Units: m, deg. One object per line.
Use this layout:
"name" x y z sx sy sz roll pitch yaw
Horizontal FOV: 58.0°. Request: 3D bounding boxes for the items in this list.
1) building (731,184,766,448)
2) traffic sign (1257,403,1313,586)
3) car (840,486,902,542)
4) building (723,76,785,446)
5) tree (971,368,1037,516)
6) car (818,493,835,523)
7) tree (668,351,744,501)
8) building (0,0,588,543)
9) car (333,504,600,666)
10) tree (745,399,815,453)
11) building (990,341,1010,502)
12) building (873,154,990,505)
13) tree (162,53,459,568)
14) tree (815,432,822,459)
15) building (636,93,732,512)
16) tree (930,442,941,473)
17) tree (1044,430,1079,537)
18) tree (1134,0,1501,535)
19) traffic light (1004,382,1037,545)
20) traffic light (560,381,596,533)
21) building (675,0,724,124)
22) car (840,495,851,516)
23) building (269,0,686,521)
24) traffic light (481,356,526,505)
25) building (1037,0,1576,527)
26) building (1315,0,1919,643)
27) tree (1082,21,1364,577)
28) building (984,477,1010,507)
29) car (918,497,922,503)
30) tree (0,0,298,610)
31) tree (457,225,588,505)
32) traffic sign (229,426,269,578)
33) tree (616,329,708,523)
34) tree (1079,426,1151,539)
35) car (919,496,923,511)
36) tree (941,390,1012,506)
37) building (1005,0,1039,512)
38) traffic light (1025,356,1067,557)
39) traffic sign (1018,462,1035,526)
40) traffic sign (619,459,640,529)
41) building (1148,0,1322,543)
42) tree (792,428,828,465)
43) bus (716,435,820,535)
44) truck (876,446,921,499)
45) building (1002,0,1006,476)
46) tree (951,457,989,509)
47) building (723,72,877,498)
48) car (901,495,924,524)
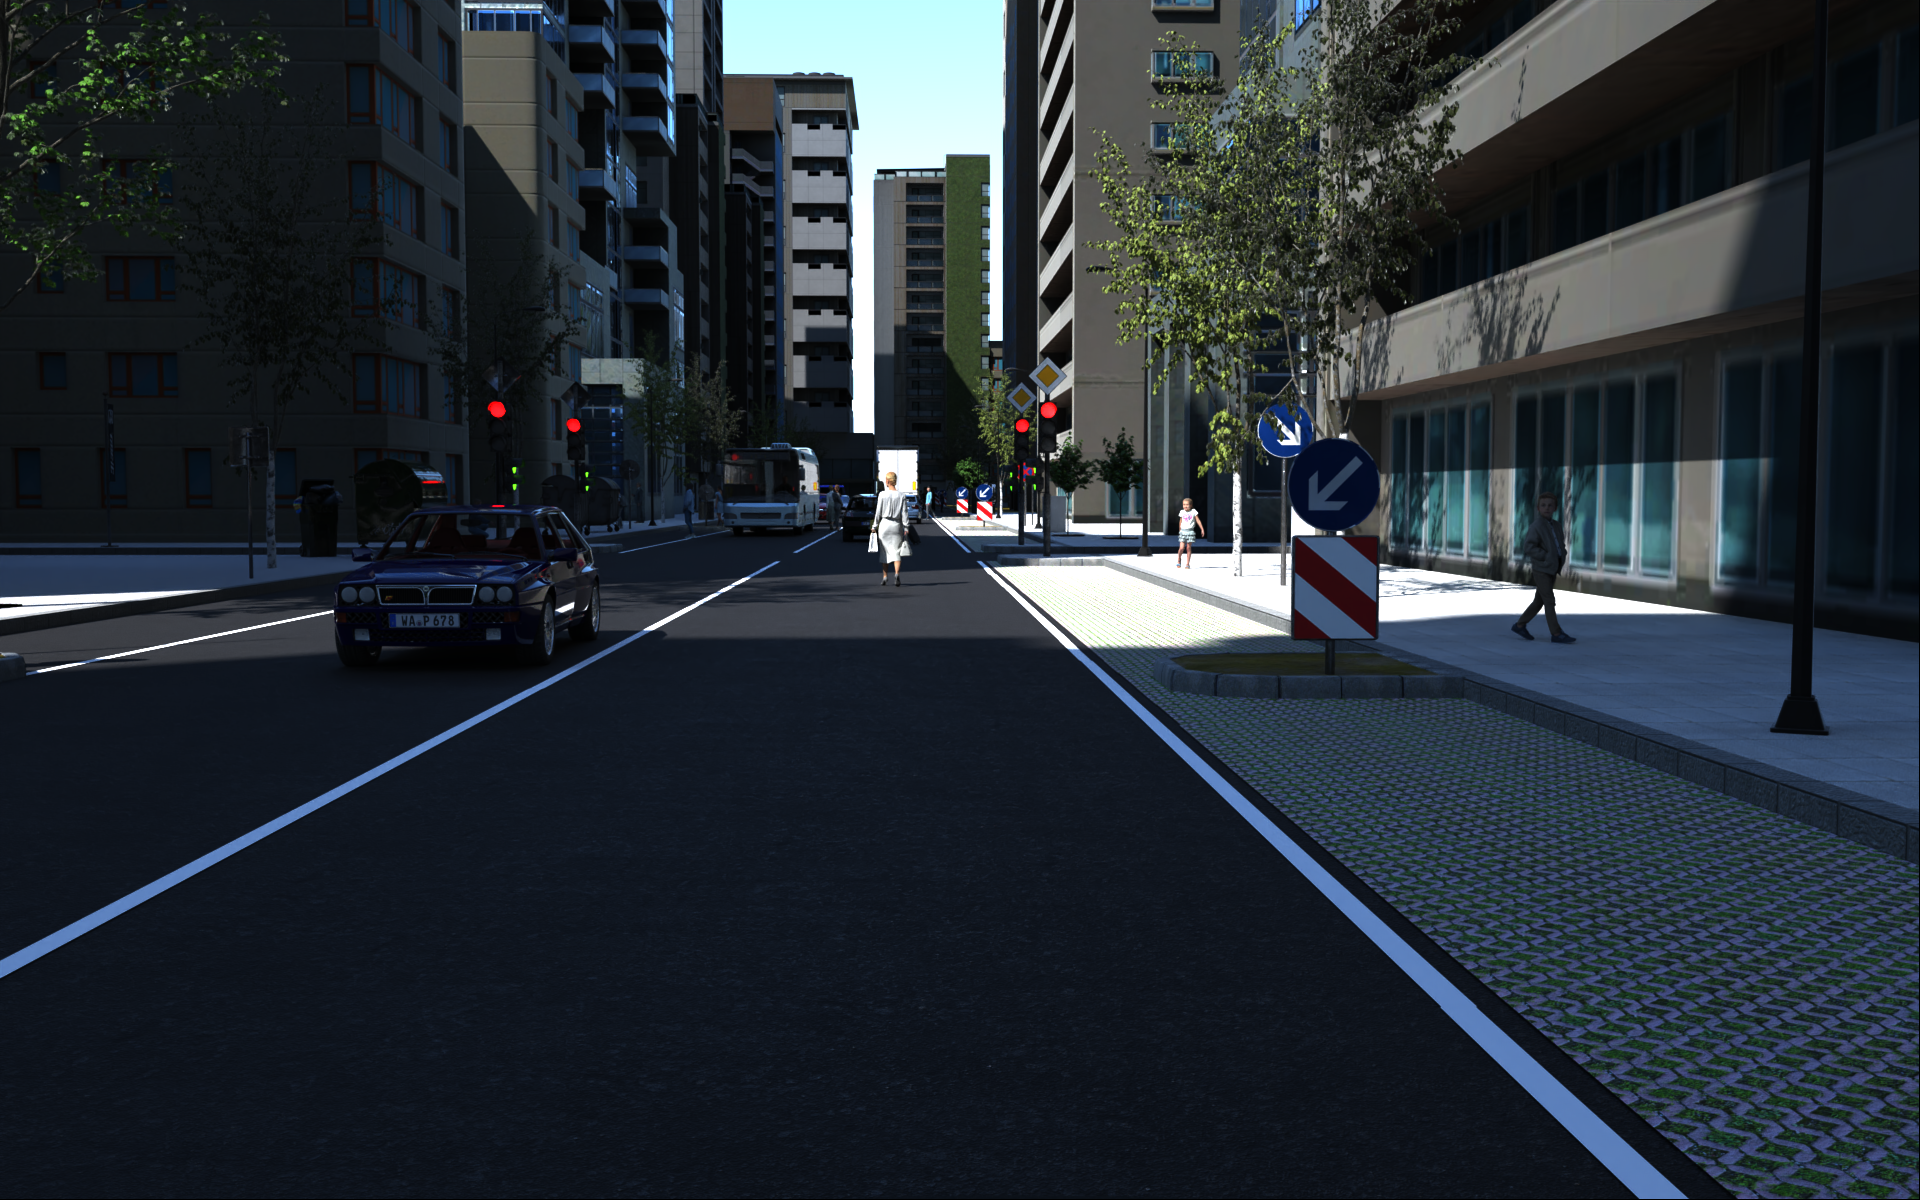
"building" -25.635 -23.777 160.455 14.160 30.474 14.107 0 4 -2
"traffic sign" 4.527 -1.472 24.177 0.768 2.556 0.104 0 4 4
"car" -2.718 -2.671 53.451 2.009 1.686 4.222 0 4 -1
"building" -26.200 -32.603 183.167 14.200 45.320 14.600 0 4 -2
"tree" 2.560 -9.194 100.690 4.737 8.622 4.395 0 3 0
"car" -6.994 -4.586 84.019 2.155 1.783 4.494 0 4 -2
"tree" -12.994 -8.474 88.920 4.360 8.622 3.978 0 3 0
"building" -29.351 -13.095 59.138 27.650 21.520 28.899 0 4 -2
"car" -4.358 -0.190 15.681 1.945 1.354 3.894 0 4 -3
"tree" -14.351 -11.003 130.259 4.737 8.622 4.395 0 3 0
"building" 17.721 -22.906 219.545 28.899 21.520 27.650 0 4 -2
"building" -3.540 -32.263 211.089 14.086 41.232 14.154 0 4 -2
"tree" -11.829 -4.869 29.976 4.360 8.622 3.978 0 3 0
"tree" -14.994 -12.798 159.609 4.737 8.622 4.395 0 3 0
"building" -24.615 -21.622 125.215 14.160 30.474 14.107 0 4 -2
"tree" 0.146 -13.229 166.652 4.360 8.622 3.978 0 3 0
"tree" 3.418 -3.549 52.627 1.663 3.219 1.824 0 3 0
"tree" 4.492 -4.316 20.930 4.360 8.622 3.978 0 3 0
"traffic light" 1.524 -3.338 43.502 0.839 4.253 0.868 0 4 -2
"traffic light" -9.532 -3.317 43.148 0.839 4.253 0.868 0 4 -2
"building" -27.807 -42.998 141.273 20.563 71.187 20.611 0 4 -2
"car" -7.325 -5.622 104.279 2.083 1.381 4.827 0 4 0
"building" -26.654 -47.857 95.133 22.319 86.520 31.000 0 4 -2
"traffic light" -9.286 -2.828 35.166 0.839 4.253 0.868 0 4 -2
"building" 15.242 -28.176 84.373 21.300 48.544 21.600 0 4 -2
"building" 17.679 -24.309 21.158 21.300 48.544 21.600 0 4 -2
"tree" 4.069 -4.668 26.678 4.737 8.622 4.395 0 3 0
"building" 18.629 -29.846 179.863 32.217 40.220 23.993 0 4 -2
"car" -4.060 -7.923 141.538 2.014 1.417 4.499 0 4 -3
"tree" -11.000 -5.705 19.035 9.928 11.665 9.643 0 3 0
"tree" -12.250 -5.890 46.670 4.360 8.622 3.978 0 3 0
"traffic sign" -10.766 -1.475 26.250 0.606 2.300 0.079 0 4 2
"tree" -13.197 -7.734 76.810 4.737 8.622 4.395 0 3 0
"tree" 4.705 -3.349 49.360 1.663 3.219 1.824 0 3 0
"car" -4.127 -8.226 146.848 2.083 1.381 4.827 0 4 -3
"tree" 1.780 -10.499 122.024 4.360 8.622 3.978 0 3 0
"building" 10.764 -29.500 132.438 14.600 45.320 14.200 0 4 -2
"traffic light" 1.769 -2.850 35.521 0.839 4.253 0.868 0 4 -2
"traffic sign" 2.625 -4.245 69.505 0.768 2.556 0.104 0 4 1
"traffic sign" -12.151 -3.890 63.701 0.768 2.556 0.104 0 4 2
"building" 21.835 -45.378 54.598 31.000 86.520 22.319 0 4 -2
"tree" -17.195 -14.894 193.884 4.360 8.622 3.978 0 3 0
"bus" -6.812 -4.204 63.596 2.948 3.499 13.247 0 4 -1
"truck" -3.759 -7.163 106.020 2.839 4.237 11.283 0 4 -2
"building" 17.855 -34.496 153.247 28.713 52.752 27.495 0 4 -2
"tree" 0.837 -10.107 148.960 4.285 4.588 4.351 0 3 0
"building" -24.545 -38.420 217.410 27.495 52.752 28.713 0 4 -2
"car" -2.735 -4.401 83.956 2.014 1.417 4.499 0 4 -1
